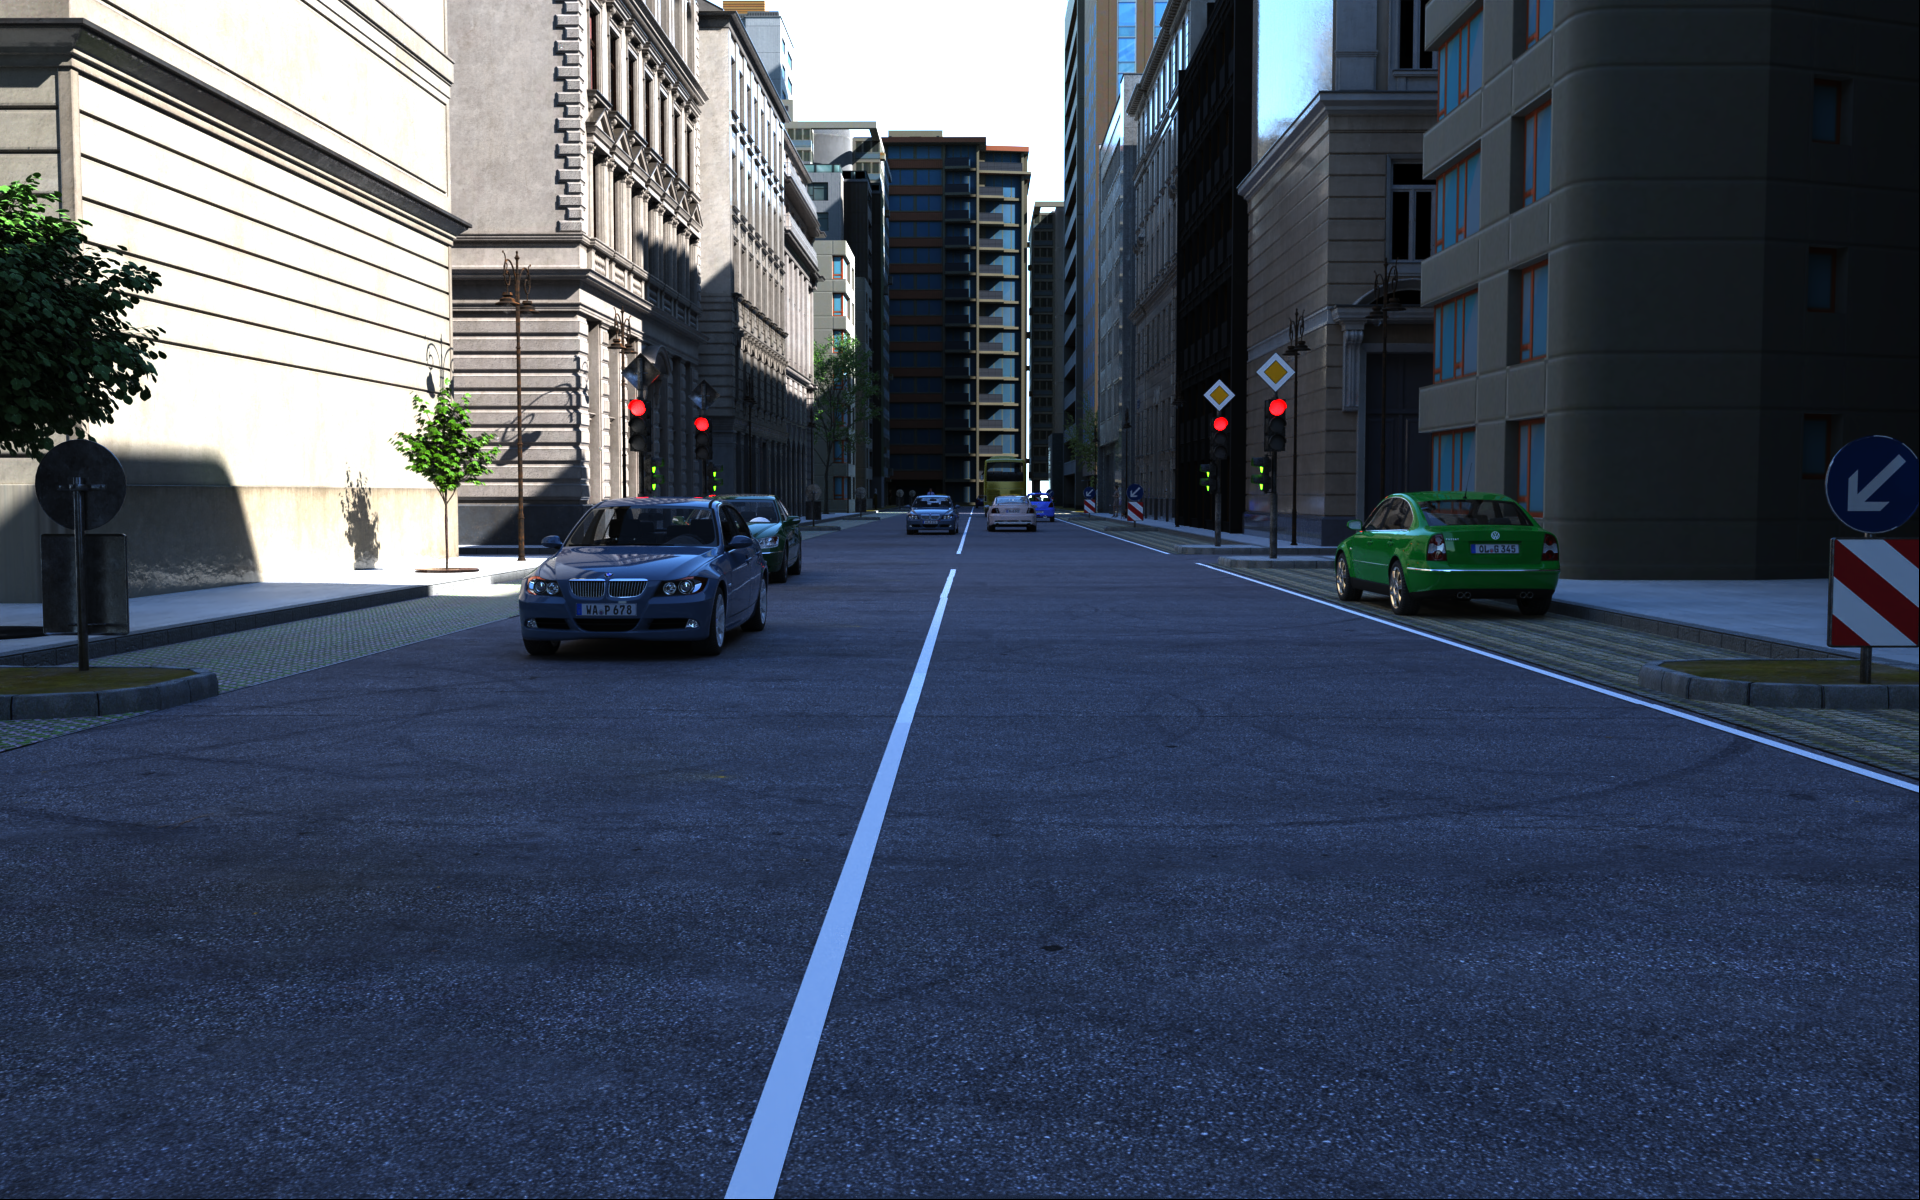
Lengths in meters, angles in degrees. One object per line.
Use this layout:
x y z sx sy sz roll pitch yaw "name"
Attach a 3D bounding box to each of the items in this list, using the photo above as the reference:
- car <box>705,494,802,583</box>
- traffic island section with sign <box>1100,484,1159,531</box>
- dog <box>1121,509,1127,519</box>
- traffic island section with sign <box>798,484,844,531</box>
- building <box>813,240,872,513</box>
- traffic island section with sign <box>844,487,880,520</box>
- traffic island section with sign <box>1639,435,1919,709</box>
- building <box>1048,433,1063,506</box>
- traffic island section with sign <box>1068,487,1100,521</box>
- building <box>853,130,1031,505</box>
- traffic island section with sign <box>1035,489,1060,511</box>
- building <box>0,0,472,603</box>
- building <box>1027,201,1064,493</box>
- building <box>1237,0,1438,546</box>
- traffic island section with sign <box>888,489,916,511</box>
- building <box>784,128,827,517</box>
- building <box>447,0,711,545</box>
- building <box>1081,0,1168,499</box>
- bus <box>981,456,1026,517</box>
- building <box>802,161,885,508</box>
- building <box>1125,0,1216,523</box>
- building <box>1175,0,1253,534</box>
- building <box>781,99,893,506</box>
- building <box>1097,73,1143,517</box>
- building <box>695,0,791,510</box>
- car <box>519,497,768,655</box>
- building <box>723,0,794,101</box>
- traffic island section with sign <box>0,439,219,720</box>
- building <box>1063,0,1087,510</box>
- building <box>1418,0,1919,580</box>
-3.727 -1.079 29.435 2.131 1.459 4.920 0 4 -1 "car"
6.607 -3.576 67.099 1.989 1.847 2.006 0 4 1 "traffic island section with sign"
8.418 -4.399 88.751 0.406 0.507 0.540 0 4 -6 "dog"
-5.715 -3.630 67.982 1.989 1.847 2.006 0 4 1 "traffic island section with sign"
-21.439 -17.598 132.771 27.650 21.520 28.899 0 4 1 "building"
-5.427 -5.327 95.724 1.989 1.847 2.006 0 4 1 "traffic island section with sign"
6.046 -0.232 12.417 1.989 1.847 2.006 0 4 1 "traffic island section with sign"
20.864 -52.776 175.565 22.319 86.520 31.000 0 4 1 "building"
6.884 -5.230 94.130 1.989 1.847 2.006 0 4 1 "traffic island section with sign"
-5.997 -34.051 211.352 28.867 44.769 22.147 0 4 1 "building"
7.392 -8.348 145.120 1.989 1.847 2.006 0 4 1 "traffic island section with sign"
-24.381 -11.849 27.012 30.059 22.955 16.112 0 4 1 "building"
20.486 -32.093 216.608 23.993 40.220 32.217 0 4 1 "building"
18.646 -16.013 47.710 20.117 28.700 13.634 0 4 1 "building"
-4.932 -8.303 144.385 1.989 1.847 2.006 0 4 1 "traffic island section with sign"
-14.801 -15.353 92.829 13.314 21.916 24.055 0 4 1 "building"
-14.139 -13.650 52.059 11.050 23.489 19.941 0 4 1 "building"
16.768 -29.474 132.005 14.600 45.320 14.200 0 4 1 "building"
2.785 -7.298 110.864 2.896 3.916 12.252 0 4 1 "bus"
-14.164 -23.397 154.246 14.160 30.474 14.107 0 4 1 "building"
15.256 -17.546 84.146 12.463 27.353 25.104 0 4 1 "building"
15.004 -14.292 63.358 12.332 23.373 15.834 0 4 1 "building"
-19.091 -29.651 176.679 23.993 40.220 32.217 0 4 1 "building"
15.277 -17.708 107.546 12.078 24.808 19.932 0 4 1 "building"
-12.787 -13.597 71.456 9.793 20.994 18.267 0 4 1 "building"
-2.952 -0.301 16.932 2.014 1.417 4.499 0 4 1 "car"
-34.536 -40.929 211.193 28.212 58.520 21.231 0 4 1 "building"
-6.281 -0.197 11.845 1.989 1.847 2.006 0 4 1 "traffic island section with sign"
20.201 -32.219 150.478 21.300 48.544 21.600 0 4 1 "building"
22.844 -10.674 19.566 27.650 21.520 28.899 0 4 1 "building"
